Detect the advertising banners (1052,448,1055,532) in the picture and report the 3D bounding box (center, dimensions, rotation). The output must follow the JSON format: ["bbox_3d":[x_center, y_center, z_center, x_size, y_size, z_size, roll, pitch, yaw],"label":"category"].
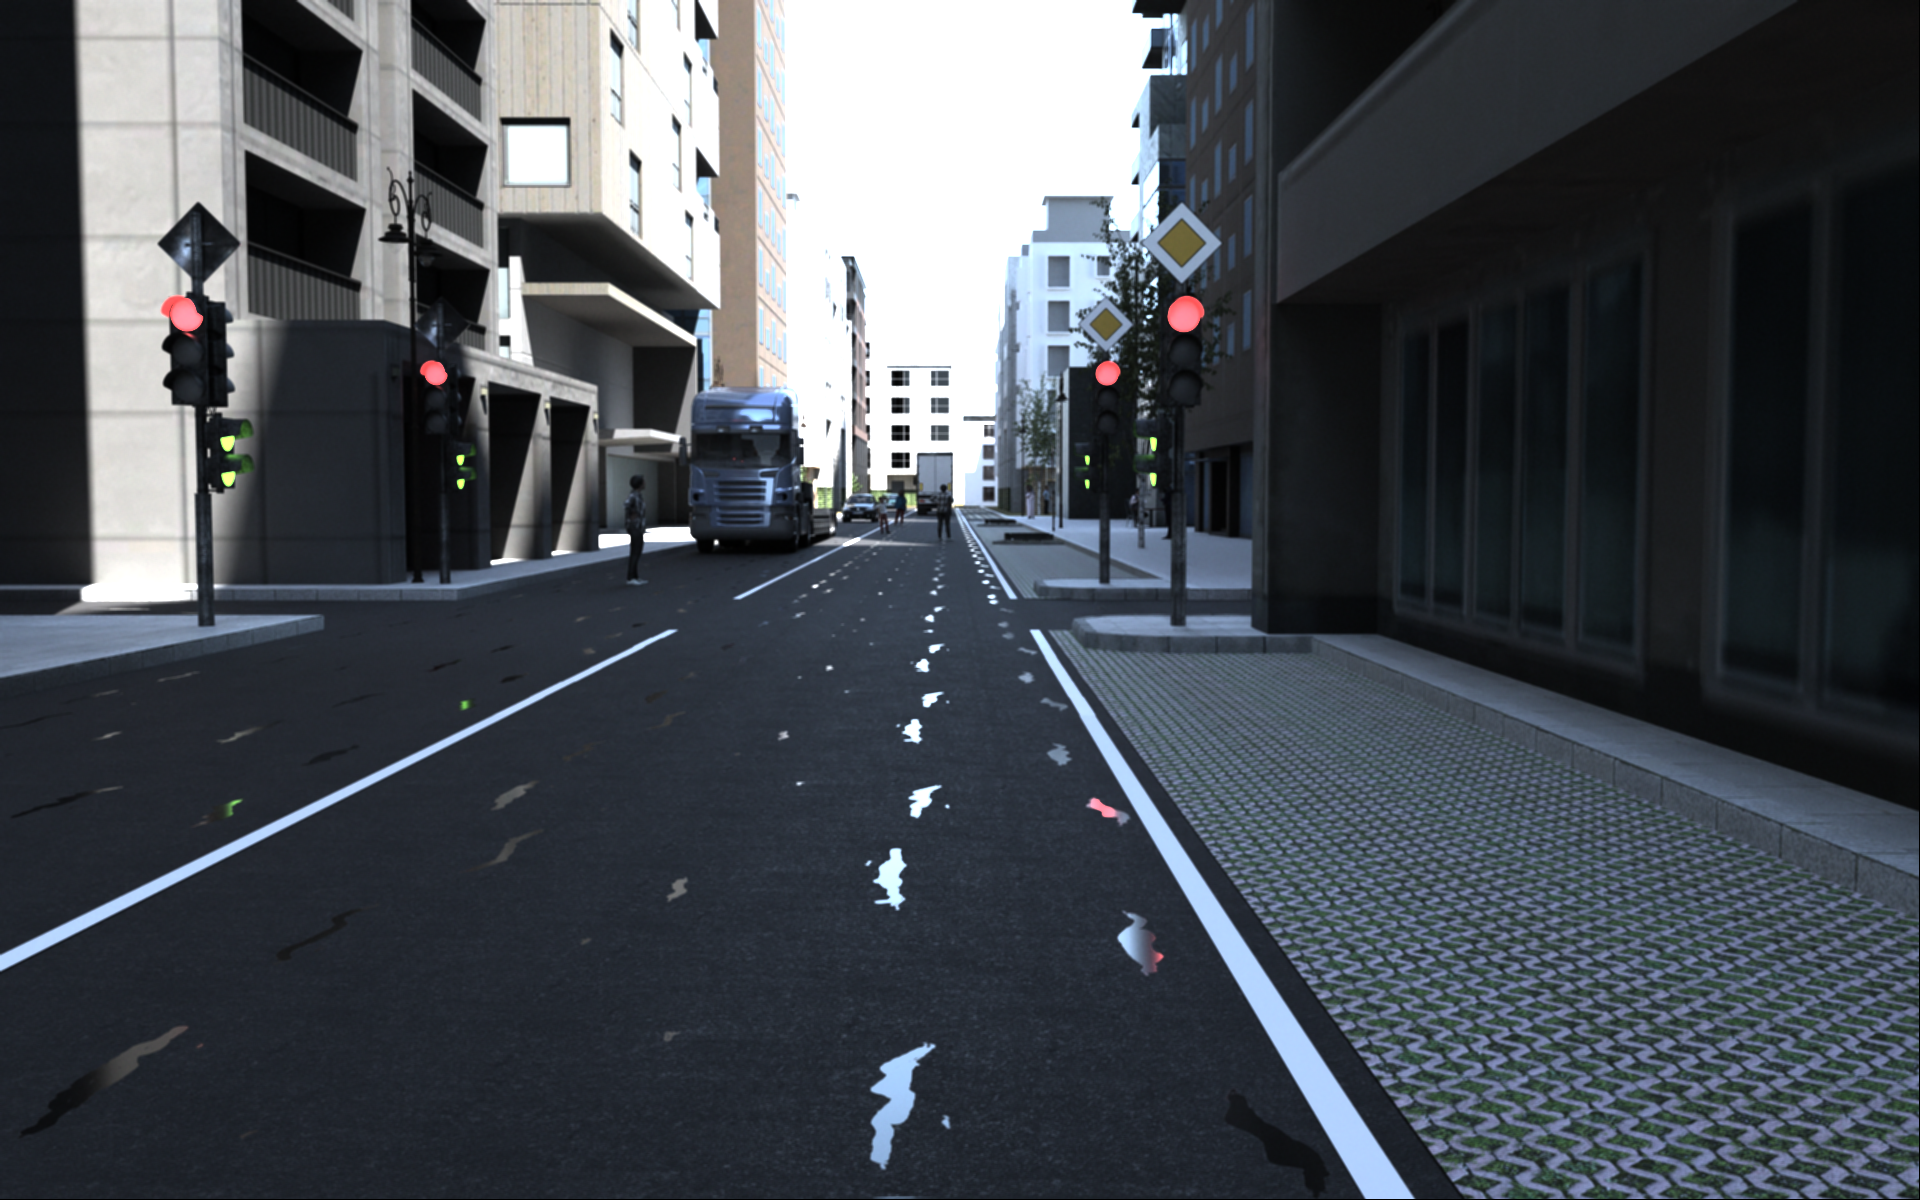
[{"bbox_3d":[3.238,-3.909,60.094,0.090,3.025,2.074,0,4,2],"label":"advertising banners"}]

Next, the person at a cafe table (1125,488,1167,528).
[{"bbox_3d":[7.102,-3.554,66.615,1.622,1.524,1.698,3,5,44],"label":"person at a cafe table"}]

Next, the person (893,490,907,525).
[{"bbox_3d":[-2.748,-4.233,79.413,0.593,1.614,0.444,2,4,27],"label":"person"}]

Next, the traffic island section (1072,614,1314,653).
[{"bbox_3d":[2.152,0.328,16.913,2.009,0.180,2.903,0,4,0],"label":"traffic island section"}]

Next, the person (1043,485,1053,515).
[{"bbox_3d":[5.461,-6.284,108.778,0.705,1.826,1.348,2,4,26],"label":"person"}]

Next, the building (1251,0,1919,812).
[{"bbox_3d":[13.531,-23.310,4.824,21.300,48.544,21.600,0,4,0],"label":"building"}]

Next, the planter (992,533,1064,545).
[{"bbox_3d":[1.928,-1.742,49.619,1.991,0.319,1.994,0,4,0],"label":"planter"}]

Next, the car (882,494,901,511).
[{"bbox_3d":[-5.782,-8.268,143.975,1.959,1.807,4.718,0,4,-1],"label":"car"}]

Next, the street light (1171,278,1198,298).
[{"bbox_3d":[4.101,-3.633,32.195,0.468,5.910,1.993,0,4,0],"label":"street light"}]

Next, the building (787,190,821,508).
[{"bbox_3d":[-16.694,-15.265,106.006,16.016,20.091,11.380,0,4,0],"label":"building"}]

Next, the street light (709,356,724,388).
[{"bbox_3d":[-8.091,-5.228,58.263,0.468,5.910,1.993,0,4,0],"label":"street light"}]

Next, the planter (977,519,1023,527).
[{"bbox_3d":[1.751,-3.390,76.562,1.991,0.319,1.994,0,4,0],"label":"planter"}]

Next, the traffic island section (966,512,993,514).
[{"bbox_3d":[1.425,-6.353,126.739,1.991,0.108,1.994,0,4,0],"label":"traffic island section"}]

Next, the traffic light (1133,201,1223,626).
[{"bbox_3d":[2.112,-1.705,16.799,0.839,4.253,0.868,0,4,0],"label":"traffic light"}]

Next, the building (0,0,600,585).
[{"bbox_3d":[-18.357,-36.350,32.575,20.563,71.187,20.611,0,4,0],"label":"building"}]

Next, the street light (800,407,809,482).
[{"bbox_3d":[-8.265,-7.276,91.756,0.468,5.910,1.993,0,4,0],"label":"street light"}]

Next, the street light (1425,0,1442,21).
[{"bbox_3d":[4.183,-2.653,16.159,0.468,5.910,1.993,0,4,0],"label":"street light"}]

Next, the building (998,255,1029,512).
[{"bbox_3d":[11.826,-16.549,137.032,16.747,18.905,31.486,0,4,0],"label":"building"}]

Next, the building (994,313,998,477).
[{"bbox_3d":[11.197,-18.522,159.250,16.016,20.091,11.380,0,4,0],"label":"building"}]

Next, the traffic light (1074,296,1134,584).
[{"bbox_3d":[2.058,-2.193,24.784,0.839,4.253,0.868,0,4,0],"label":"traffic light"}]

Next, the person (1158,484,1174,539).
[{"bbox_3d":[5.905,-2.613,49.476,0.504,1.737,0.576,1,4,13],"label":"person"}]

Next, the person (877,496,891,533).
[{"bbox_3d":[-2.763,-3.108,63.222,0.435,1.345,0.340,-2,4,-35],"label":"person"}]

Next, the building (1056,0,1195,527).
[{"bbox_3d":[16.705,-46.962,80.505,22.319,86.520,31.000,0,4,0],"label":"building"}]

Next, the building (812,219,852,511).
[{"bbox_3d":[-17.244,-15.962,127.433,16.747,18.905,31.486,0,4,0],"label":"building"}]

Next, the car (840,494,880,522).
[{"bbox_3d":[-5.094,-4.846,89.020,2.009,1.686,4.222,0,4,1],"label":"car"}]

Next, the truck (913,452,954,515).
[{"bbox_3d":[-1.828,-8.095,121.273,2.839,4.237,11.283,0,4,-2],"label":"truck"}]

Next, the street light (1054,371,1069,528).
[{"bbox_3d":[3.828,-5.671,65.513,0.468,5.910,1.993,0,4,0],"label":"street light"}]

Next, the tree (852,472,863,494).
[{"bbox_3d":[-8.970,-9.298,146.625,1.663,3.219,1.824,0,3,0],"label":"tree"}]

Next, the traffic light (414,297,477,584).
[{"bbox_3d":[-7.363,-2.189,24.705,0.839,4.253,0.868,0,4,0],"label":"traffic light"}]

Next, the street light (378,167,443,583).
[{"bbox_3d":[-7.863,-3.190,24.946,0.468,5.910,1.993,0,4,0],"label":"street light"}]

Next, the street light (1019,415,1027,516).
[{"bbox_3d":[3.618,-7.756,99.591,0.468,5.910,1.993,0,4,0],"label":"street light"}]

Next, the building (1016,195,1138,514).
[{"bbox_3d":[11.835,-15.839,115.395,16.016,20.091,11.380,0,4,0],"label":"building"}]

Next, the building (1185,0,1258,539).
[{"bbox_3d":[14.617,-24.532,51.205,14.600,45.320,14.200,0,4,0],"label":"building"}]

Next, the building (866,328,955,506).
[{"bbox_3d":[-16.348,-19.950,192.646,31.486,18.905,16.747,0,4,0],"label":"building"}]

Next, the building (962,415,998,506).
[{"bbox_3d":[14.269,-15.066,188.471,28.070,9.664,9.099,0,4,0],"label":"building"}]

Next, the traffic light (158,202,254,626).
[{"bbox_3d":[-7.309,-1.700,16.720,0.839,4.253,0.868,0,4,0],"label":"traffic light"}]

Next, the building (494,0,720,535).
[{"bbox_3d":[-22.906,-28.630,57.347,28.713,52.752,27.495,0,4,0],"label":"building"}]

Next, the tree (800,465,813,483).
[{"bbox_3d":[-8.898,-6.280,97.279,1.663,3.219,1.824,0,3,0],"label":"tree"}]

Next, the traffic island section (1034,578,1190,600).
[{"bbox_3d":[2.099,-0.160,24.898,2.009,0.180,2.903,0,4,0],"label":"traffic island section"}]

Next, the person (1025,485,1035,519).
[{"bbox_3d":[3.653,-5.110,90.259,0.551,1.740,0.621,0,4,-1],"label":"person"}]

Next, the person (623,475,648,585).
[{"bbox_3d":[-5.148,-1.113,27.414,0.376,1.734,0.841,0,4,-3],"label":"person"}]

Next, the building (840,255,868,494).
[{"bbox_3d":[-25.390,-19.462,162.177,32.646,21.610,27.936,0,4,0],"label":"building"}]

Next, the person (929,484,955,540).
[{"bbox_3d":[-0.513,-2.714,53.604,0.841,1.734,0.376,1,4,23],"label":"person"}]

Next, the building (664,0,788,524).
[{"bbox_3d":[-15.429,-26.197,78.432,14.600,45.320,14.200,0,4,0],"label":"building"}]

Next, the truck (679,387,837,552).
[{"bbox_3d":[-5.280,-3.647,49.393,2.967,4.110,18.799,0,4,-1],"label":"truck"}]

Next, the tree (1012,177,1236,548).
[{"bbox_3d":[4.421,-5.563,41.313,4.737,8.622,4.395,0,3,0],"label":"tree"}]
